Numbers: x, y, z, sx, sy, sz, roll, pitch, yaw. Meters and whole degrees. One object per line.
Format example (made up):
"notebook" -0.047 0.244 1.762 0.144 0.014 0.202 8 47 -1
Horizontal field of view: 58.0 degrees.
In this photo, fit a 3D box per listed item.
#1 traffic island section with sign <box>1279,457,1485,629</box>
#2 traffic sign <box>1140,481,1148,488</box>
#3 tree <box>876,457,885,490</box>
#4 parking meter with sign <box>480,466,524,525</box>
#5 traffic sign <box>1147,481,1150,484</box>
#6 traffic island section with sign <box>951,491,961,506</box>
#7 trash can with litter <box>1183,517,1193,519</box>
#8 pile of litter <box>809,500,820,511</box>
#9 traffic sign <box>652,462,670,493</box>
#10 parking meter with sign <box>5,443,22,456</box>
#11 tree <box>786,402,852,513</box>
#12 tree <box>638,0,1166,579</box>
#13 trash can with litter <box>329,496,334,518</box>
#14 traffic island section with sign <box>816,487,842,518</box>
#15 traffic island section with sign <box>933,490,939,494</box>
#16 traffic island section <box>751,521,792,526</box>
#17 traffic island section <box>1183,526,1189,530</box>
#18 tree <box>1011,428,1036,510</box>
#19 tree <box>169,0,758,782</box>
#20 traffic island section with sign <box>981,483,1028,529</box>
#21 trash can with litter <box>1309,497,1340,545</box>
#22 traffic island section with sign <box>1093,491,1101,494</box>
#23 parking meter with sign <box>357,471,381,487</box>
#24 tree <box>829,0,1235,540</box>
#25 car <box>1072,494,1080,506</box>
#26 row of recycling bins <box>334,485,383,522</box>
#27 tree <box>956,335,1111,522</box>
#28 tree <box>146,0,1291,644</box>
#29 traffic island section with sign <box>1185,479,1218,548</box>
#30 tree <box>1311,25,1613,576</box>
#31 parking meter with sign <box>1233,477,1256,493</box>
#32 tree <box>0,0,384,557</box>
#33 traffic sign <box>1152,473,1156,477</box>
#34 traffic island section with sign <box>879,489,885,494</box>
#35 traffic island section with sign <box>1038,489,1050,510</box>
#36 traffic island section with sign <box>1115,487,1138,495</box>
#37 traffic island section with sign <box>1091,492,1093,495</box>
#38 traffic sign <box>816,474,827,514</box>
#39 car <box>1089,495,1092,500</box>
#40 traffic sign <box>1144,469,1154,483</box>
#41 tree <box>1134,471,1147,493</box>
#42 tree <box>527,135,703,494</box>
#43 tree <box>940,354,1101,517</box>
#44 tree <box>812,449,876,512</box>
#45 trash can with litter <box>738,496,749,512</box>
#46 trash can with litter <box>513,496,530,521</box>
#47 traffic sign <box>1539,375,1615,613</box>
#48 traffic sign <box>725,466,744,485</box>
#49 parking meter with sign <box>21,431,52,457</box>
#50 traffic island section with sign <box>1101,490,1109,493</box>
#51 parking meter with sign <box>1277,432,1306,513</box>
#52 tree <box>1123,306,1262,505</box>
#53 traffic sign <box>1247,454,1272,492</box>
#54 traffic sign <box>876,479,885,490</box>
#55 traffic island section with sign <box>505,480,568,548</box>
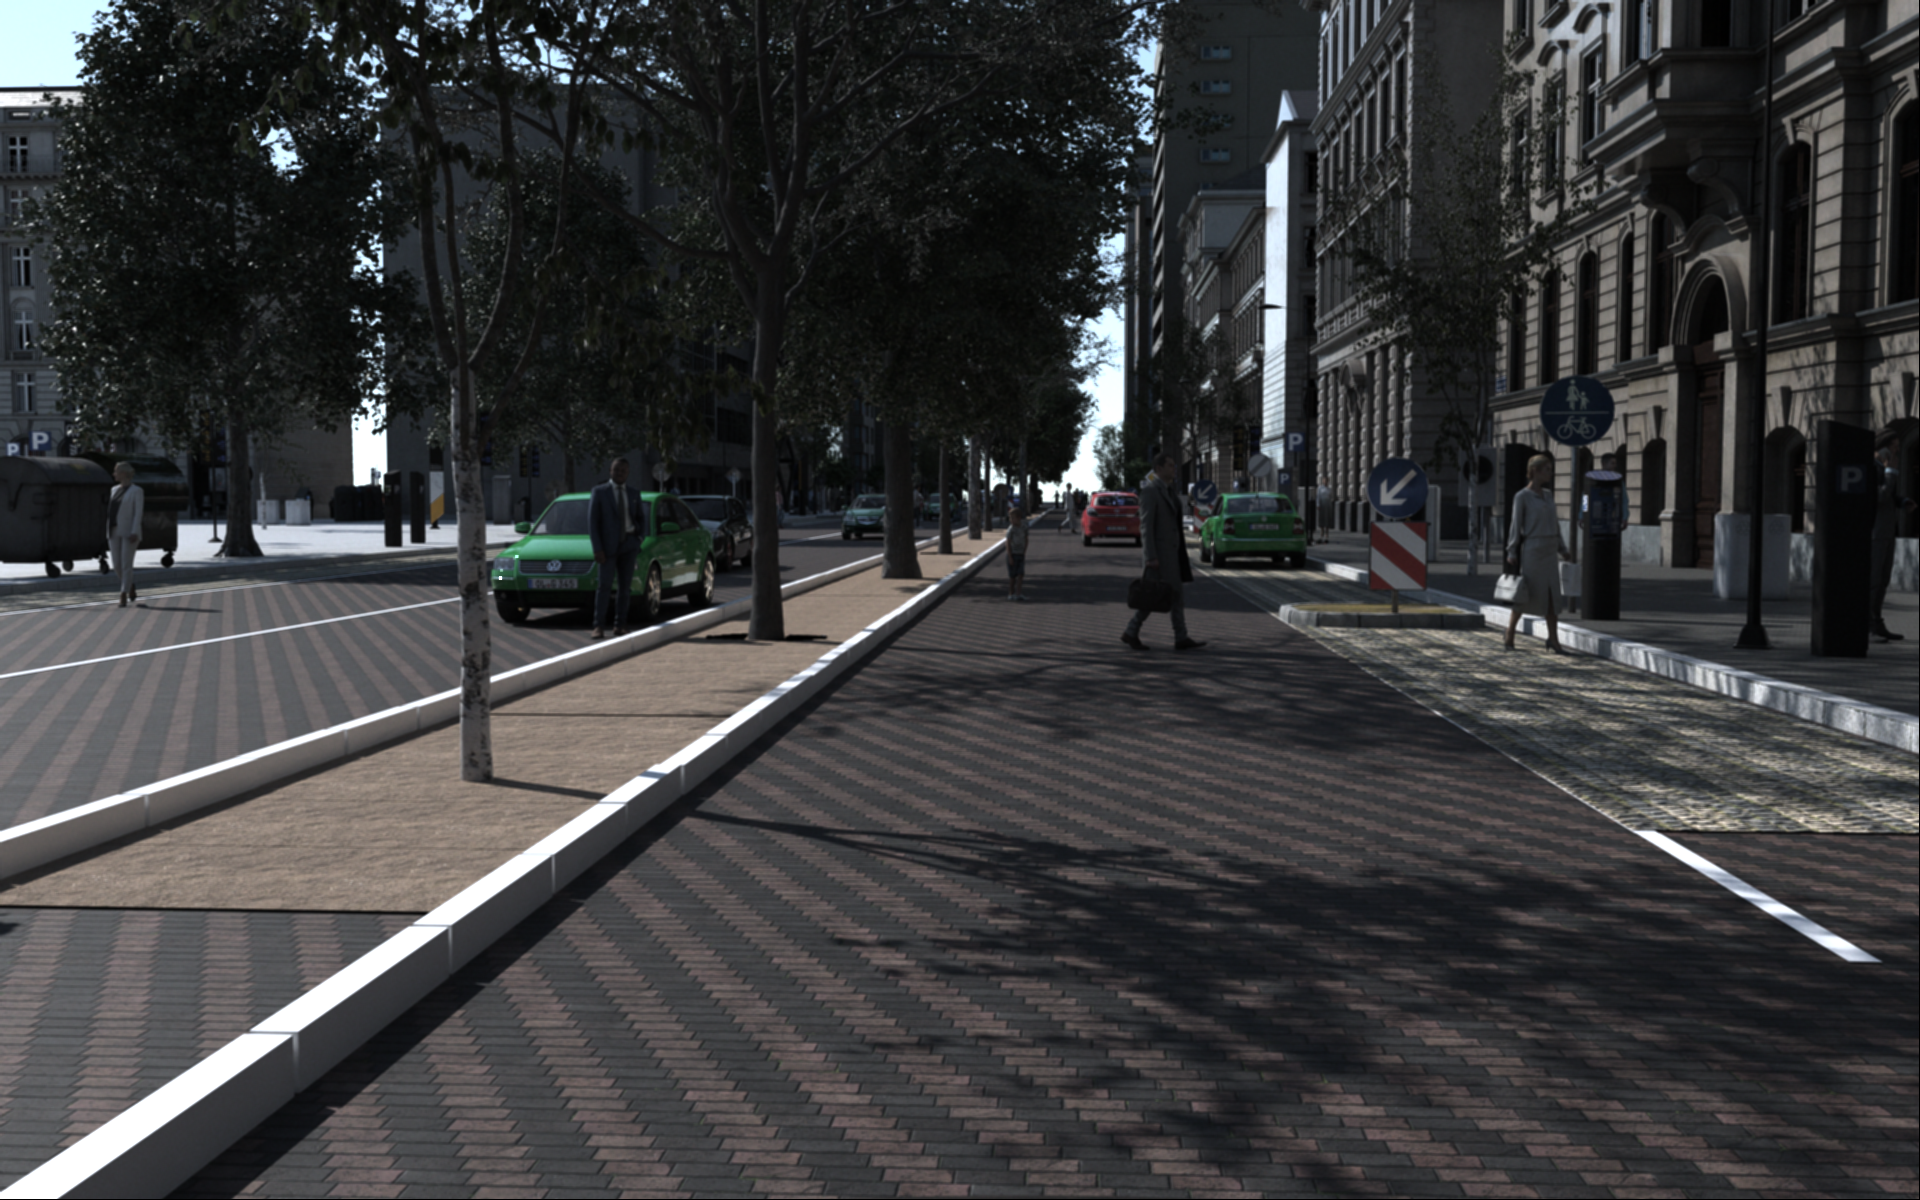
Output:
"traffic island section with sign" 4.625 -0.654 19.314 1.989 1.847 2.006 0 4 4
"traffic sign" 13.901 -7.872 130.830 0.606 2.300 0.079 0 4 5
"tree" -6.790 -10.211 150.657 4.285 4.588 4.351 0 3 0
"parking meter with sign" -19.063 -4.640 72.120 1.738 3.016 0.543 0 4 -2
"traffic sign" 13.098 -7.189 117.638 0.768 2.556 0.104 1 4 11
"traffic island section with sign" -0.685 -12.115 206.714 1.989 1.847 2.006 0 4 4
"trash can with litter" 12.186 -4.842 90.231 2.233 1.210 1.678 0 3 0
"pile of litter" -11.317 -7.317 133.604 1.176 0.858 1.719 -1 4 -20
"traffic sign" -11.967 -4.243 69.475 0.768 2.556 0.104 0 4 4
"parking meter with sign" -32.088 -3.764 57.805 0.543 3.016 1.738 0 4 7
"tree" -9.427 -10.128 115.947 4.737 8.622 4.395 0 3 0
"tree" -0.990 -7.323 28.838 9.857 13.997 8.962 0 3 0
"trash can with litter" -32.435 -4.844 90.581 1.055 1.170 0.624 -1 4 -11
"traffic island section with sign" -7.414 -5.759 102.791 1.989 1.847 2.006 0 4 4
"traffic island section with sign" -2.428 -10.470 179.815 1.989 1.847 2.006 0 4 4
"traffic island section" -8.899 -3.528 79.963 2.009 0.180 2.903 0 4 4
"traffic island section" 8.289 -2.970 70.846 2.009 0.180 2.903 0 4 4
"tree" 4.601 -10.065 117.385 4.737 8.622 4.395 0 3 0
"tree" -2.414 -3.384 8.152 4.360 8.622 3.978 0 3 0
"traffic island section with sign" 1.662 -3.876 71.513 2.006 1.907 1.989 0 4 4
"trash can with litter" 8.980 -2.066 44.832 1.678 1.210 2.233 1 4 13
"traffic island section with sign" 14.949 -10.398 178.639 1.989 1.847 2.006 0 4 4
"parking meter with sign" -44.579 -8.231 130.839 0.543 3.016 1.738 2 4 28
"tree" 1.621 -11.894 52.814 12.611 20.169 13.585 0 3 0
"car" 13.235 -11.884 203.337 2.155 1.783 4.494 0 4 5
"row of recycling bins" -28.512 -4.581 82.011 1.069 1.692 3.534 1 4 11
"tree" 2.341 -9.607 85.292 9.928 11.665 9.643 0 3 0
"tree" -1.924 -6.356 16.751 12.009 13.543 11.850 0 3 0
"traffic island section with sign" 6.369 -2.299 46.213 1.989 1.847 2.006 0 4 4
"tree" 7.858 -4.696 27.144 4.360 8.622 3.978 0 3 0
"parking meter with sign" 12.725 -5.025 78.421 1.738 3.016 0.543 -2 4 -30
"tree" -14.820 -7.242 35.414 9.611 12.733 9.660 0 3 0
"traffic sign" 8.265 -4.194 70.765 0.795 2.593 0.064 0 4 4
"traffic island section with sign" -5.682 -7.404 129.691 1.989 1.847 2.006 0 4 4
"traffic island section with sign" 7.003 -8.914 153.886 2.006 1.907 1.989 0 4 4
"traffic island section with sign" 9.974 -5.692 101.687 1.989 1.847 2.006 0 4 4
"traffic island section with sign" 16.692 -12.043 205.538 1.989 1.847 2.006 0 4 4
"traffic sign" -8.913 -6.768 110.766 0.768 2.556 0.104 0 4 7
"car" 21.457 -16.084 275.555 1.945 1.354 3.894 0 4 3
"traffic sign" 8.781 -4.682 78.733 0.795 2.593 0.064 0 4 4
"tree" 15.254 -9.133 143.929 1.663 3.219 1.824 0 3 0
"tree" -12.722 -8.482 55.696 9.611 12.733 9.660 0 3 0
"tree" 4.075 -11.620 109.458 9.611 12.733 9.660 0 3 0
"tree" -9.064 -8.731 126.461 4.285 4.588 4.351 0 3 0
"trash can with litter" -10.684 -4.401 83.339 0.624 1.170 1.055 2 4 33
"trash can with litter" -20.627 -4.279 81.356 1.055 1.170 0.624 3 4 37
"traffic sign" 6.604 -1.132 18.614 0.768 2.556 0.104 1 4 12
"traffic sign" -9.391 -4.265 71.925 0.795 2.593 0.064 0 4 4
"parking meter with sign" -25.066 -3.112 47.143 0.543 3.016 1.738 -2 4 -24
"traffic island section with sign" 11.697 -7.337 128.587 1.989 1.847 2.006 0 4 4
"parking meter with sign" 9.090 -3.174 48.157 0.543 3.016 1.738 2 4 27
"tree" 11.561 -9.297 86.417 7.601 10.594 8.767 1 4 12
"traffic sign" 9.428 -3.333 54.598 0.768 2.556 0.104 1 4 9
"traffic sign" -6.789 -8.998 147.216 0.768 2.556 0.104 1 4 12
"traffic island section with sign" -11.043 -2.341 46.899 1.989 1.847 2.006 0 4 4
